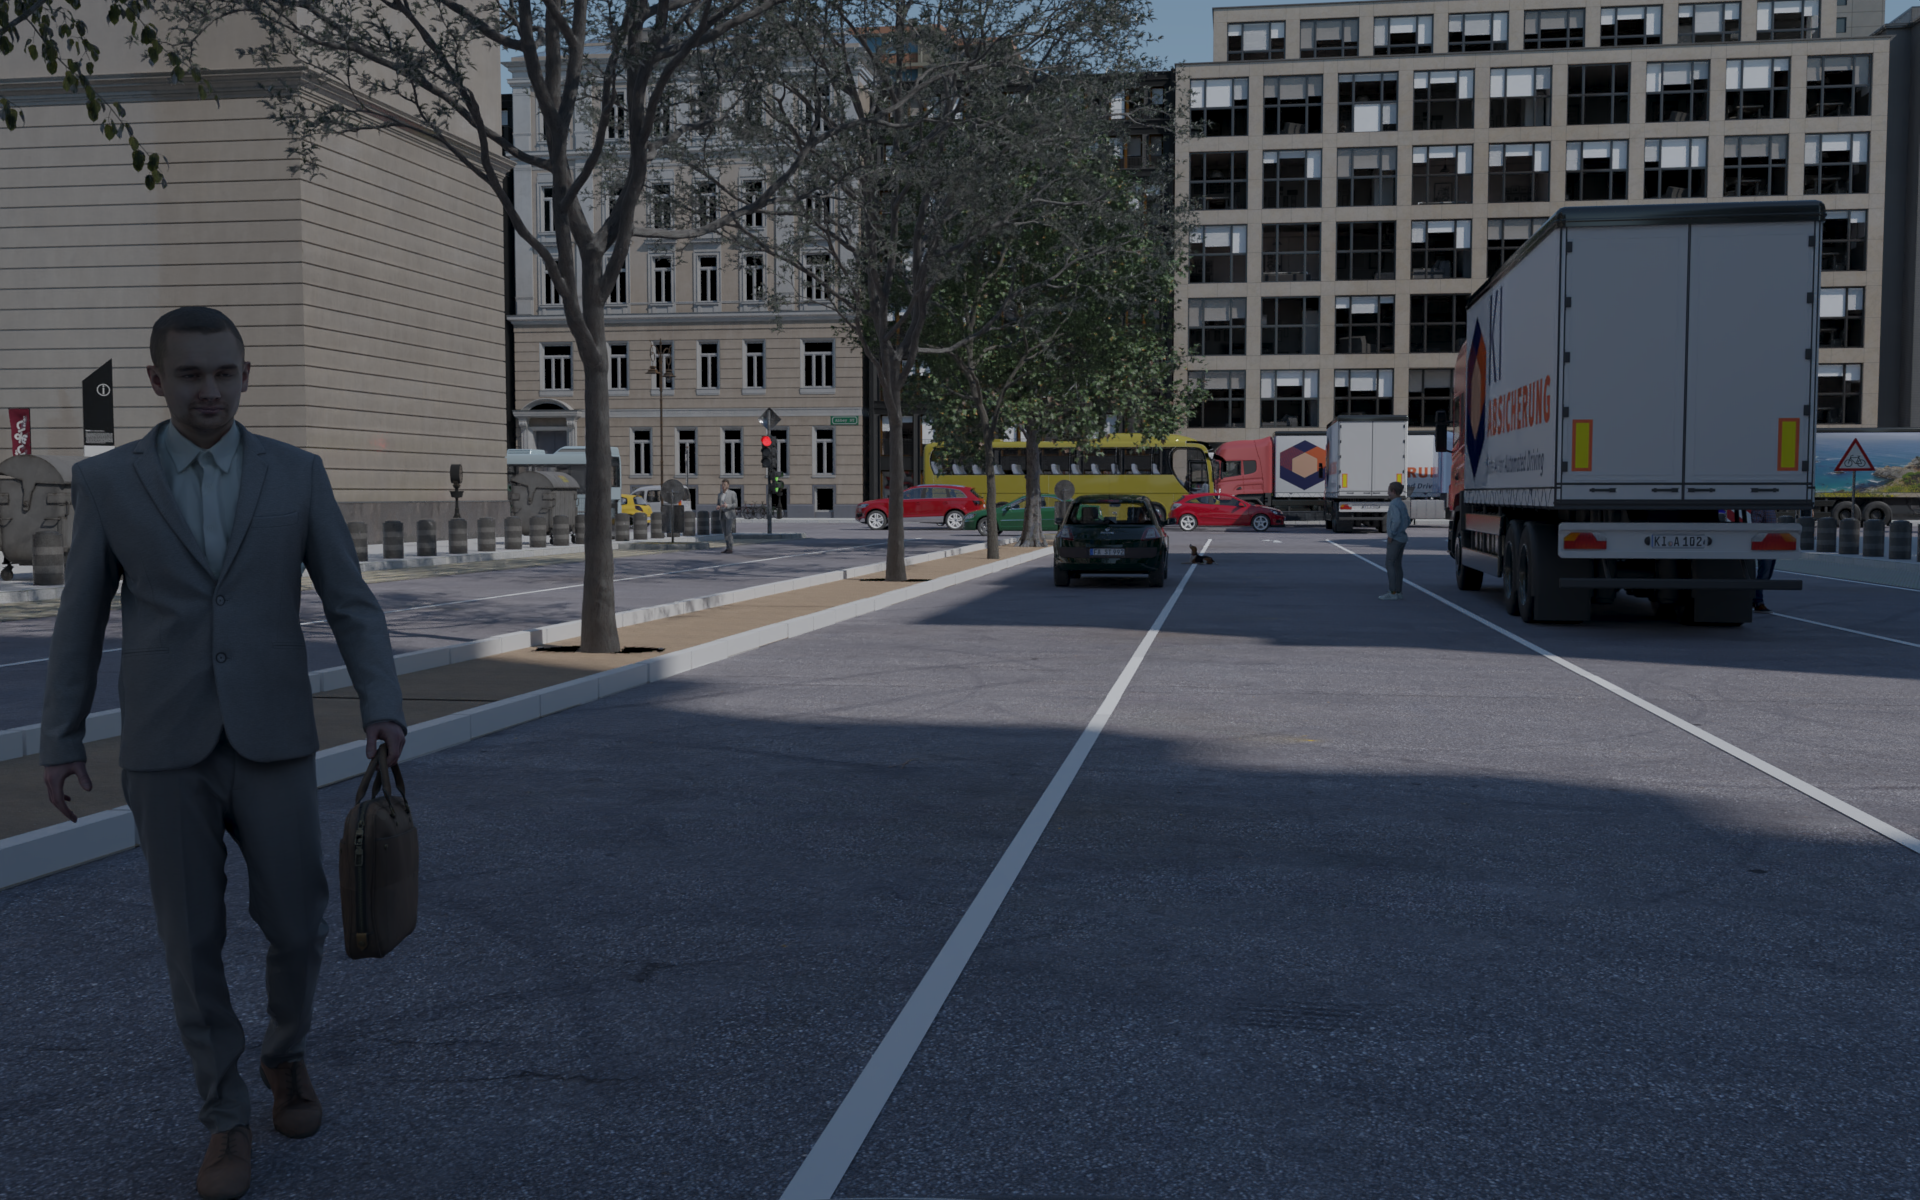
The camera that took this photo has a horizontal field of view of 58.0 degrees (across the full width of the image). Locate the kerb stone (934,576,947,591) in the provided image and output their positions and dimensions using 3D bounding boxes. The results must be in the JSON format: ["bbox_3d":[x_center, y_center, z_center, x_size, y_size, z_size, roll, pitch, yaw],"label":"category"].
[{"bbox_3d":[-0.373,-0.217,25.837,0.120,0.150,1.000,1,4,9],"label":"kerb stone"}]

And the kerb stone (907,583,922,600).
[{"bbox_3d":[-0.700,-0.093,23.804,0.120,0.150,1.000,1,4,9],"label":"kerb stone"}]

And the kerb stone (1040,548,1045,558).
[{"bbox_3d":[1.750,-1.032,39.069,0.120,0.150,1.000,1,4,9],"label":"kerb stone"}]

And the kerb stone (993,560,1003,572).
[{"bbox_3d":[0.610,-0.596,31.938,0.120,0.150,1.000,1,4,9],"label":"kerb stone"}]

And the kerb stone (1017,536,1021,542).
[{"bbox_3d":[1.643,-1.798,51.598,0.120,0.150,1.000,1,4,9],"label":"kerb stone"}]

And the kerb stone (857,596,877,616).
[{"bbox_3d":[-1.192,0.088,20.761,0.120,0.150,1.000,1,4,9],"label":"kerb stone"}]

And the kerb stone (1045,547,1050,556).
[{"bbox_3d":[1.915,-1.094,40.082,0.120,0.150,1.000,1,4,9],"label":"kerb stone"}]

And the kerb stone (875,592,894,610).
[{"bbox_3d":[-1.024,0.032,21.773,0.120,0.150,1.000,1,4,9],"label":"kerb stone"}]

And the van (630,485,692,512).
[{"bbox_3d":[-14.620,-4.506,80.691,4.112,2.044,2.013,1,4,10],"label":"van"}]

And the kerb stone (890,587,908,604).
[{"bbox_3d":[-0.865,-0.035,22.787,0.120,0.150,1.000,1,4,9],"label":"kerb stone"}]

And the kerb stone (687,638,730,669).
[{"bbox_3d":[-2.171,0.463,14.658,0.120,0.150,1.000,1,4,9],"label":"kerb stone"}]

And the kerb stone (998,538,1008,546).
[{"bbox_3d":[1.148,-1.609,48.531,0.120,0.150,1.000,1,4,9],"label":"kerb stone"}]

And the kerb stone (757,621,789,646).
[{"bbox_3d":[-1.854,0.337,16.688,0.120,0.150,1.000,1,4,9],"label":"kerb stone"}]

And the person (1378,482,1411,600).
[{"bbox_3d":[5.945,-0.815,23.642,0.330,1.601,0.589,3,5,40],"label":"person"}]

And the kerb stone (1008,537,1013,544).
[{"bbox_3d":[1.311,-1.668,49.555,0.120,0.150,1.000,1,4,9],"label":"kerb stone"}]

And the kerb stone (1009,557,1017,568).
[{"bbox_3d":[0.938,-0.721,33.979,0.120,0.150,1.000,1,4,9],"label":"kerb stone"}]

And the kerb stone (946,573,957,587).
[{"bbox_3d":[-0.218,-0.285,26.855,0.120,0.150,1.000,1,4,9],"label":"kerb stone"}]

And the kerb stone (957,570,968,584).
[{"bbox_3d":[-0.046,-0.347,27.872,0.120,0.150,1.000,1,4,9],"label":"kerb stone"}]

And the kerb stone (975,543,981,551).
[{"bbox_3d":[0.329,-1.300,43.452,0.120,0.150,1.000,1,4,9],"label":"kerb stone"}]

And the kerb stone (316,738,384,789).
[{"bbox_3d":[-3.161,0.838,8.557,0.120,0.150,1.000,1,4,9],"label":"kerb stone"}]

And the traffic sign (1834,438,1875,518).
[{"bbox_3d":[20.721,-2.456,40.164,0.884,2.594,0.081,1,4,13],"label":"traffic sign"}]

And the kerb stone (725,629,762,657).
[{"bbox_3d":[-2.013,0.399,15.672,0.120,0.150,1.000,1,4,9],"label":"kerb stone"}]

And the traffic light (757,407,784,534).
[{"bbox_3d":[-6.149,-4.101,55.976,0.839,4.253,0.868,1,4,9],"label":"traffic light"}]

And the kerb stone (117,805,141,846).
[{"bbox_3d":[-3.315,0.896,7.540,0.120,0.150,1.000,1,4,9],"label":"kerb stone"}]

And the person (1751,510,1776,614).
[{"bbox_3d":[9.728,-0.638,20.893,0.435,1.587,0.963,2,4,33],"label":"person"}]

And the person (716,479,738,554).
[{"bbox_3d":[-5.699,-2.031,41.902,0.606,1.804,0.583,2,4,25],"label":"person"}]

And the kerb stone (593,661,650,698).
[{"bbox_3d":[-2.504,0.588,12.621,0.120,0.150,1.000,1,4,9],"label":"kerb stone"}]

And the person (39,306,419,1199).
[{"bbox_3d":[-1.514,0.307,3.605,0.709,1.813,0.853,-2,4,-29],"label":"person"}]

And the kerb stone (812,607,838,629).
[{"bbox_3d":[-1.518,0.216,18.720,0.120,0.150,1.000,1,4,9],"label":"kerb stone"}]

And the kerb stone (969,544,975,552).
[{"bbox_3d":[0.168,-1.237,42.432,0.120,0.150,1.000,1,4,9],"label":"kerb stone"}]

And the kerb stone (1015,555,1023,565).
[{"bbox_3d":[1.094,-0.780,34.994,0.120,0.150,1.000,1,4,9],"label":"kerb stone"}]

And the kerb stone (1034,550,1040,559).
[{"bbox_3d":[1.590,-0.963,38.040,0.120,0.150,1.000,1,4,9],"label":"kerb stone"}]

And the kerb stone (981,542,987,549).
[{"bbox_3d":[0.490,-1.362,44.466,0.120,0.150,1.000,1,4,9],"label":"kerb stone"}]

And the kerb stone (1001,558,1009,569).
[{"bbox_3d":[0.764,-0.658,32.959,0.120,0.150,1.000,1,4,9],"label":"kerb stone"}]

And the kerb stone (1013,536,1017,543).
[{"bbox_3d":[1.473,-1.731,50.581,0.120,0.150,1.000,1,4,9],"label":"kerb stone"}]

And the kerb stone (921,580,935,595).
[{"bbox_3d":[-0.539,-0.160,24.817,0.120,0.150,1.000,1,4,9],"label":"kerb stone"}]

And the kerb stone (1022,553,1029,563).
[{"bbox_3d":[1.266,-0.845,36.013,0.120,0.150,1.000,1,4,9],"label":"kerb stone"}]

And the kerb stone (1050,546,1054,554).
[{"bbox_3d":[2.077,-1.156,41.096,0.120,0.150,1.000,1,4,9],"label":"kerb stone"}]

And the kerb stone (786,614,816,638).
[{"bbox_3d":[-1.681,0.275,17.706,0.120,0.150,1.000,1,4,9],"label":"kerb stone"}]

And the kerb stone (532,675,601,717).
[{"bbox_3d":[-2.666,0.649,11.603,0.120,0.150,1.000,1,4,9],"label":"kerb stone"}]

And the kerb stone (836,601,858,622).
[{"bbox_3d":[-1.357,0.150,19.740,0.120,0.150,1.000,1,4,9],"label":"kerb stone"}]

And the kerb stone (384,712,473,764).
[{"bbox_3d":[-2.982,0.772,9.573,0.120,0.150,1.000,1,4,9],"label":"kerb stone"}]

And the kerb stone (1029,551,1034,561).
[{"bbox_3d":[1.417,-0.905,37.028,0.120,0.150,1.000,1,4,9],"label":"kerb stone"}]

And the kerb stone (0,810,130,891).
[{"bbox_3d":[-3.480,0.958,6.527,0.120,0.150,1.000,1,4,9],"label":"kerb stone"}]

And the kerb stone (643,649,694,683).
[{"bbox_3d":[-2.332,0.523,13.645,0.120,0.150,1.000,1,4,9],"label":"kerb stone"}]

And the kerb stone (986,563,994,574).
[{"bbox_3d":[0.440,-0.534,30.919,0.120,0.150,1.000,1,4,9],"label":"kerb stone"}]

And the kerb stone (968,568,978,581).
[{"bbox_3d":[0.117,-0.409,28.892,0.120,0.150,1.000,1,4,9],"label":"kerb stone"}]

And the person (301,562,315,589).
[{"bbox_3d":[-9.801,-1.031,26.031,0.598,1.740,0.731,2,4,24],"label":"person"}]

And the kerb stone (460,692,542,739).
[{"bbox_3d":[-2.826,0.710,10.587,0.120,0.150,1.000,1,4,9],"label":"kerb stone"}]

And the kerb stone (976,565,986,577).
[{"bbox_3d":[0.282,-0.471,29.905,0.120,0.150,1.000,1,4,9],"label":"kerb stone"}]
